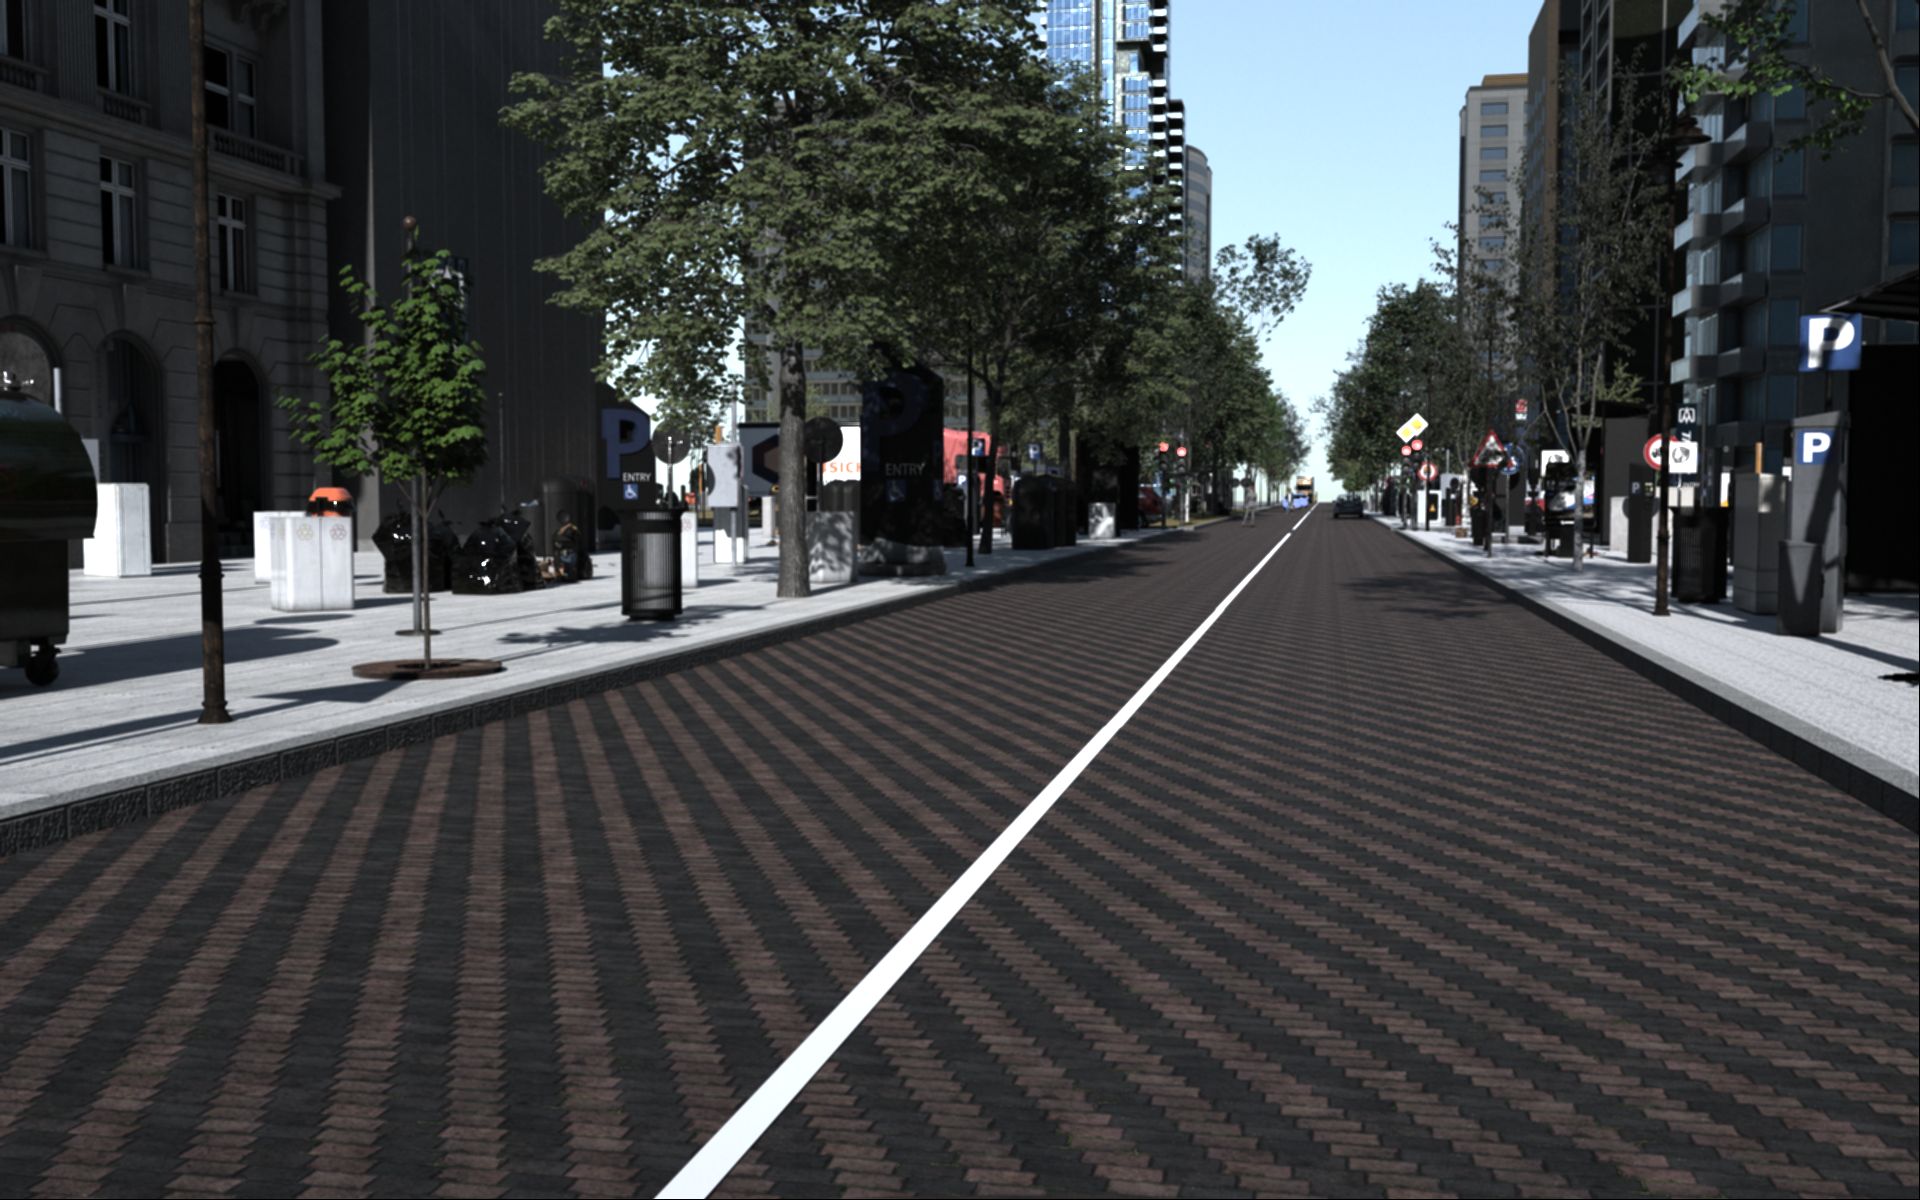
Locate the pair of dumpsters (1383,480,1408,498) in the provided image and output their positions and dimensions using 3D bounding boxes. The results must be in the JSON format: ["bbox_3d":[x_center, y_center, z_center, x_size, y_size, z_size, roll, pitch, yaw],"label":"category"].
[{"bbox_3d":[29.282,-6.959,116.280,1.574,2.255,4.437,1,4,12],"label":"pair of dumpsters"}]

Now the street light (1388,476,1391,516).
[{"bbox_3d":[24.703,-7.756,99.591,0.468,5.910,1.993,1,4,12],"label":"street light"}]

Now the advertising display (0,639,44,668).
[{"bbox_3d":[-7.062,-0.466,12.825,0.974,1.923,0.123,2,4,31],"label":"advertising display"}]

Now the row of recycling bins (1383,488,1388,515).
[{"bbox_3d":[26.274,-6.011,105.391,1.069,1.692,3.534,1,4,13],"label":"row of recycling bins"}]

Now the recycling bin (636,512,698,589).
[{"bbox_3d":[-4.015,-0.684,23.735,0.722,1.027,0.722,-1,4,-20],"label":"recycling bin"}]

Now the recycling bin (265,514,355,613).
[{"bbox_3d":[-7.184,-0.406,19.200,0.722,1.027,0.722,-3,4,-37],"label":"recycling bin"}]

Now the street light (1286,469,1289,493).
[{"bbox_3d":[50.648,-18.105,268.800,0.468,5.910,1.993,1,4,12],"label":"street light"}]

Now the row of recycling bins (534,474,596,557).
[{"bbox_3d":[-8.400,-1.813,36.754,1.069,1.692,3.534,0,4,-4],"label":"row of recycling bins"}]

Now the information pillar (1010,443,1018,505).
[{"bbox_3d":[2.373,-5.294,77.911,0.504,3.616,0.183,1,4,18],"label":"information pillar"}]

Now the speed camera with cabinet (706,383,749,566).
[{"bbox_3d":[-4.234,-2.278,31.575,0.660,3.252,2.038,0,4,-2],"label":"speed camera with cabinet"}]

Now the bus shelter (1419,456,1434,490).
[{"bbox_3d":[32.145,-8.604,118.304,2.179,5.291,8.768,1,4,12],"label":"bus shelter"}]

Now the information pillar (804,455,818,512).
[{"bbox_3d":[-2.757,-1.629,31.132,0.304,2.012,0.304,-3,5,-43],"label":"information pillar"}]

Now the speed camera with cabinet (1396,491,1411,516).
[{"bbox_3d":[26.118,-6.430,99.466,2.038,3.252,0.660,1,4,14],"label":"speed camera with cabinet"}]

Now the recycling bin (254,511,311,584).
[{"bbox_3d":[-9.759,-0.764,25.042,0.722,1.027,0.722,-1,4,-12],"label":"recycling bin"}]

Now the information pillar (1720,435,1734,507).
[{"bbox_3d":[30.334,-4.719,68.509,0.504,3.616,0.183,0,4,-3],"label":"information pillar"}]

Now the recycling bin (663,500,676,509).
[{"bbox_3d":[-16.857,-5.348,99.994,0.722,1.027,0.722,-3,5,-43],"label":"recycling bin"}]

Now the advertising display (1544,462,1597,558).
[{"bbox_3d":[12.237,-1.806,34.735,0.974,1.923,0.123,2,4,25],"label":"advertising display"}]

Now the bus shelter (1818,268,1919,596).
[{"bbox_3d":[10.981,-1.677,18.701,1.731,3.624,6.357,1,4,12],"label":"bus shelter"}]

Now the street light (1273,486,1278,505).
[{"bbox_3d":[37.682,-14.382,207.925,0.468,5.910,1.993,1,4,12],"label":"street light"}]

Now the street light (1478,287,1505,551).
[{"bbox_3d":[11.867,-4.040,38.839,0.468,5.910,1.993,1,4,12],"label":"street light"}]

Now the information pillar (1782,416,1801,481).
[{"bbox_3d":[25.111,-3.728,52.305,0.183,3.616,0.504,-3,5,-42],"label":"information pillar"}]

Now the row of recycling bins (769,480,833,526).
[{"bbox_3d":[-5.424,-3.305,61.145,3.534,1.692,1.069,3,5,42],"label":"row of recycling bins"}]

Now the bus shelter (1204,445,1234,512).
[{"bbox_3d":[19.358,-9.291,129.541,2.179,5.291,8.768,1,4,12],"label":"bus shelter"}]

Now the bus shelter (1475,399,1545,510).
[{"bbox_3d":[22.295,-5.697,70.773,2.179,5.291,8.768,1,4,12],"label":"bus shelter"}]

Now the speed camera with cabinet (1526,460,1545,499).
[{"bbox_3d":[33.998,-6.552,101.459,2.038,3.252,0.660,-3,4,-38],"label":"speed camera with cabinet"}]

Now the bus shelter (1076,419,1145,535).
[{"bbox_3d":[5.113,-4.039,57.315,1.731,3.624,6.357,1,4,12],"label":"bus shelter"}]

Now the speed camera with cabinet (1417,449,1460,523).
[{"bbox_3d":[21.089,-5.016,76.347,2.038,3.252,0.660,-2,4,-27],"label":"speed camera with cabinet"}]

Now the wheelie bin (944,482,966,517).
[{"bbox_3d":[-0.234,-2.380,46.820,0.693,1.594,0.980,2,4,30],"label":"wheelie bin"}]

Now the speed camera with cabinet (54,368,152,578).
[{"bbox_3d":[-13.498,-2.002,27.071,2.038,3.252,0.660,2,4,34],"label":"speed camera with cabinet"}]

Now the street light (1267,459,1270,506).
[{"bbox_3d":[33.306,-13.113,187.192,0.468,5.910,1.993,1,4,12],"label":"street light"}]

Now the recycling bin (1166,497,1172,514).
[{"bbox_3d":[12.931,-5.929,109.500,0.722,1.027,0.722,3,5,45],"label":"recycling bin"}]

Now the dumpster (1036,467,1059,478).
[{"bbox_3d":[3.156,-3.673,62.548,1.502,2.255,1.985,1,4,12],"label":"dumpster"}]

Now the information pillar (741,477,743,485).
[{"bbox_3d":[-8.081,-3.574,62.921,0.304,2.012,0.304,1,4,20],"label":"information pillar"}]

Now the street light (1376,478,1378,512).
[{"bbox_3d":[29.006,-9.031,120.445,0.468,5.910,1.993,1,4,12],"label":"street light"}]

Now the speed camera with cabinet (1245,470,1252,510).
[{"bbox_3d":[23.095,-8.842,138.905,0.660,3.252,2.038,1,4,9],"label":"speed camera with cabinet"}]

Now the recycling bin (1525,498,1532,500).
[{"bbox_3d":[36.927,-6.109,112.431,0.722,1.027,0.722,0,3,0],"label":"recycling bin"}]

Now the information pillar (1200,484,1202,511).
[{"bbox_3d":[18.252,-7.810,132.186,0.304,2.012,0.304,-3,5,-43],"label":"information pillar"}]

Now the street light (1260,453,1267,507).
[{"bbox_3d":[28.873,-11.828,166.179,0.468,5.910,1.993,1,4,12],"label":"street light"}]

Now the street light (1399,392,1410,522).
[{"bbox_3d":[20.180,-6.481,78.754,0.468,5.910,1.993,1,4,12],"label":"street light"}]

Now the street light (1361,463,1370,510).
[{"bbox_3d":[35.878,-11.015,152.881,0.468,5.910,1.993,1,4,12],"label":"street light"}]

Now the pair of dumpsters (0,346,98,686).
[{"bbox_3d":[-6.947,-0.437,9.633,1.574,2.255,4.437,1,4,12],"label":"pair of dumpsters"}]

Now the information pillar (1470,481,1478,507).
[{"bbox_3d":[28.836,-6.466,97.070,0.183,3.616,0.504,-3,4,-38],"label":"information pillar"}]

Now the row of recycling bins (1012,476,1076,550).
[{"bbox_3d":[1.987,-2.093,41.331,1.069,1.692,3.534,1,4,18],"label":"row of recycling bins"}]

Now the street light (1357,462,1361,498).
[{"bbox_3d":[40.334,-12.318,174.183,0.468,5.910,1.993,1,4,12],"label":"street light"}]

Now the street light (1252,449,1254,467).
[{"bbox_3d":[24.462,-10.538,145.090,0.468,5.910,1.993,1,4,12],"label":"street light"}]

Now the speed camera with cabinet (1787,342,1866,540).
[{"bbox_3d":[11.372,-1.766,23.207,0.660,3.252,2.038,-1,4,-12],"label":"speed camera with cabinet"}]

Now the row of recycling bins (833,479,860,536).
[{"bbox_3d":[-1.958,-2.663,50.648,3.534,1.692,1.069,3,4,38],"label":"row of recycling bins"}]

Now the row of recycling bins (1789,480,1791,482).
[{"bbox_3d":[20.680,-2.183,42.809,1.069,1.692,3.534,-2,4,-33],"label":"row of recycling bins"}]

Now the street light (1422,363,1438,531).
[{"bbox_3d":[16.196,-5.323,59.823,0.468,5.910,1.993,1,4,12],"label":"street light"}]

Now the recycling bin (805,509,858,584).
[{"bbox_3d":[-1.976,-0.776,25.247,0.722,1.027,0.722,-3,5,-43],"label":"recycling bin"}]

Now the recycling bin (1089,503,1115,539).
[{"bbox_3d":[4.093,-2.282,49.862,0.722,1.027,0.722,1,4,9],"label":"recycling bin"}]

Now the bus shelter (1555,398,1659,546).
[{"bbox_3d":[16.874,-3.310,45.400,1.731,3.624,6.357,1,4,12],"label":"bus shelter"}]

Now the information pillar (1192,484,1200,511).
[{"bbox_3d":[17.242,-7.512,127.308,0.304,2.012,0.304,1,4,16],"label":"information pillar"}]
